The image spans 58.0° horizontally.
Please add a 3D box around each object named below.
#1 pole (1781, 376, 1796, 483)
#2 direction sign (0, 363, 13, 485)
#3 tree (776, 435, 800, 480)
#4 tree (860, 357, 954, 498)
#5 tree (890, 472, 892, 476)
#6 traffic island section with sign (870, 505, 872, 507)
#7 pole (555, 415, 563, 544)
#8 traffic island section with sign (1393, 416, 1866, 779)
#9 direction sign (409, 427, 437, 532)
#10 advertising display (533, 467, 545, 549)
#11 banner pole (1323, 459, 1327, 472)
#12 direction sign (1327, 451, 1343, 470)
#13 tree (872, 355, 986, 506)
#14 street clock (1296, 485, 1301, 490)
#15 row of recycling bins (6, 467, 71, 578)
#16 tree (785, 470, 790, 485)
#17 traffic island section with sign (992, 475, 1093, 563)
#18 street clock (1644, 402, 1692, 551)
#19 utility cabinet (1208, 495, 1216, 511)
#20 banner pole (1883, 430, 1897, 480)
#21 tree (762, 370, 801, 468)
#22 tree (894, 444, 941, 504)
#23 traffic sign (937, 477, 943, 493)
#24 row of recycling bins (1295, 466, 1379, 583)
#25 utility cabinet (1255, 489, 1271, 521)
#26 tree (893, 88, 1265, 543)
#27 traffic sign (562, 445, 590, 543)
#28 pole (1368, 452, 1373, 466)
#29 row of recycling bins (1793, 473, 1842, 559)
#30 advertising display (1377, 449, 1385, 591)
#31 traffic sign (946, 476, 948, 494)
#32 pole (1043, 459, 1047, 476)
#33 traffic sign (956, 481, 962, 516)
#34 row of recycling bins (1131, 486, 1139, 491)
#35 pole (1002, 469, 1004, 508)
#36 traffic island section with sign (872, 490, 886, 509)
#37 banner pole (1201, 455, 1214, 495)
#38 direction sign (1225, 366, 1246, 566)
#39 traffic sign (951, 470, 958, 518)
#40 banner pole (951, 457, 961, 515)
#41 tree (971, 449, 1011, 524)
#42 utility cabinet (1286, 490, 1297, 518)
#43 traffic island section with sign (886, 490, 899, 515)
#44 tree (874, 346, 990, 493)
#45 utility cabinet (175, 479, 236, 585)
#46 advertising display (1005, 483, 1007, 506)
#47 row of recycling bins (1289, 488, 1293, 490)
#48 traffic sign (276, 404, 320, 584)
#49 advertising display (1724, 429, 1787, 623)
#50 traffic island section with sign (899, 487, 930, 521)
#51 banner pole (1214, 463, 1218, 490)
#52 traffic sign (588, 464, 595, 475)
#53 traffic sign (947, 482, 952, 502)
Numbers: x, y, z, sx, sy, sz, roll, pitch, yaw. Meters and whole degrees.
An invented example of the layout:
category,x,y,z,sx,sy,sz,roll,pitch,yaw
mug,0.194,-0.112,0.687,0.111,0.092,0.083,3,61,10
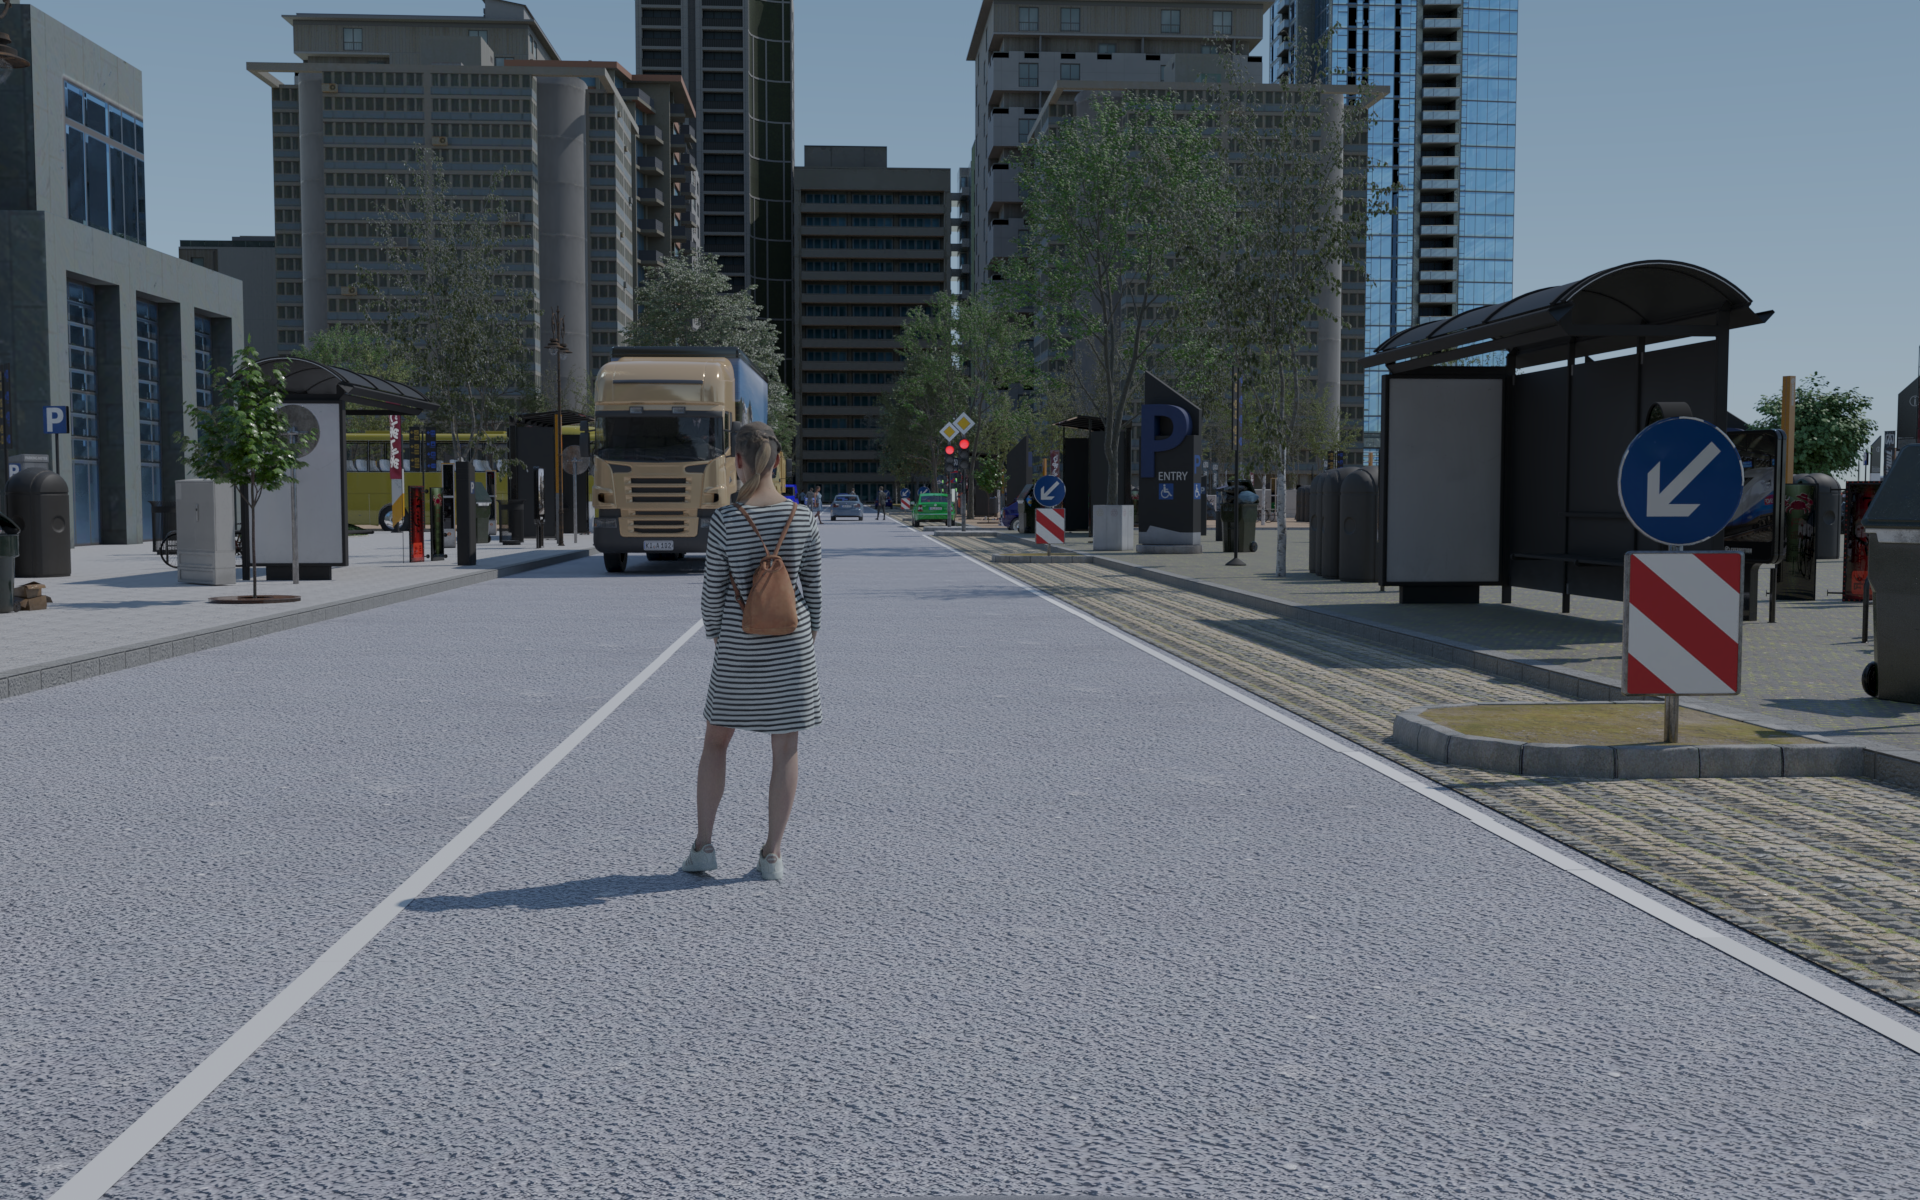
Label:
category,x,y,z,sx,sy,sz,roll,pitch,yaw
pole,14.290,-2.208,29.946,0.158,3.312,0.155,0,3,0
direction sign,-16.665,-2.341,30.274,0.379,3.537,0.876,-3,5,-40
tree,-20.837,-15.372,201.686,4.360,8.622,3.978,0,3,0
tree,-3.898,-14.974,155.199,12.009,13.543,11.850,0,3,0
tree,-7.817,-16.345,217.610,4.737,8.622,4.395,0,3,0
traffic island section with sign,-9.156,-11.491,196.509,1.989,1.847,2.006,0,4,-4
pole,-10.303,-3.099,44.512,0.158,3.312,0.155,0,3,0
traffic island section with sign,3.525,-0.060,9.614,1.989,1.847,2.006,0,4,-4
direction sign,-18.068,-4.057,58.321,0.876,3.537,0.379,-2,4,-28
advertising display,-9.967,-2.191,41.044,0.123,1.923,0.974,0,4,-6
banner pole,23.396,-7.335,109.947,0.863,3.779,0.401,-2,4,-25
direction sign,19.667,-6.045,90.826,0.876,3.537,0.379,-1,4,-12
tree,-1.717,-10.834,111.553,7.601,10.594,8.767,1,4,19
street clock,25.808,-7.791,131.956,0.471,2.002,0.358,1,4,13
row of recycling bins,-15.265,-1.150,25.908,3.534,1.692,1.069,-3,5,-41
tree,-20.059,-12.483,187.816,4.285,4.588,4.351,0,3,0
traffic island section with sign,1.693,-1.705,36.507,1.989,1.847,2.006,0,4,-4
street clock,5.579,-0.558,13.687,0.358,2.002,0.471,0,4,3
utility cabinet,14.141,-5.384,99.188,1.020,1.237,0.306,1,4,15
banner pole,32.301,-4.280,59.993,0.401,3.779,0.863,-1,4,-19
tree,-18.227,-14.571,156.368,7.486,12.596,7.792,0,3,0
tree,-2.861,-11.783,143.012,4.737,8.622,4.395,0,3,0
traffic sign,-1.304,-7.372,120.636,0.768,2.556,0.104,0,4,4
row of recycling bins,6.024,-1.199,26.711,1.069,1.692,3.534,0,4,2
utility cabinet,14.301,-4.485,82.007,1.173,1.500,0.318,2,4,29
tree,4.011,-7.286,44.881,9.928,11.665,9.643,0,3,0
traffic sign,-10.050,-2.758,45.207,0.768,2.556,0.104,0,4,-1
pole,19.986,-5.538,84.383,0.158,3.312,0.155,0,3,0
row of recycling bins,17.177,-1.748,35.690,1.069,1.692,3.534,0,4,7
advertising display,5.995,-1.078,22.835,0.974,1.923,0.123,0,4,-4
traffic sign,-0.925,-7.402,121.021,0.884,2.594,0.081,0,4,-1
pole,4.850,-6.449,99.290,0.158,3.312,0.155,0,3,0
traffic sign,-0.225,-6.300,103.109,0.768,2.556,0.104,0,4,1
row of recycling bins,8.856,-5.107,90.612,1.069,1.692,3.534,-1,4,-15
pole,3.512,-9.066,142.067,0.158,3.312,0.155,0,3,0
traffic island section with sign,-7.319,-9.846,169.616,1.989,1.847,2.006,0,4,-4
banner pole,15.707,-7.439,111.641,0.863,3.779,0.401,-2,4,-29
direction sign,4.949,-2.384,30.981,0.379,3.537,0.876,1,4,20
traffic sign,-0.245,-5.706,93.393,0.768,2.556,0.104,0,4,3
banner pole,-0.169,-6.977,104.096,0.863,3.779,0.401,1,4,19
tree,1.377,-4.922,75.082,1.663,3.219,1.824,0,3,0
utility cabinet,17.652,-5.090,91.894,1.173,1.500,0.318,1,4,12
traffic island section with sign,-3.877,-6.737,118.778,1.989,1.847,2.006,0,4,-4
tree,-2.111,-13.233,133.374,9.611,12.733,9.660,0,3,0
utility cabinet,-10.697,-0.969,24.518,1.173,1.500,0.318,3,5,42
advertising display,2.540,-4.700,82.061,0.974,1.923,0.123,3,4,37
row of recycling bins,16.266,-4.440,79.707,1.069,1.692,3.534,0,4,-5
traffic sign,-9.476,-1.500,24.638,0.768,2.556,0.104,0,4,2
advertising display,7.947,-0.758,17.602,0.123,1.923,0.974,-1,4,-21
traffic island section with sign,-2.053,-5.092,91.884,1.989,1.847,2.006,0,4,-4
banner pole,17.853,-8.080,122.126,0.863,3.779,0.401,-1,4,-22
traffic sign,-10.191,-3.025,49.468,0.884,2.594,0.081,0,4,6
traffic sign,-0.571,-7.226,118.155,0.884,2.594,0.081,0,4,-1
